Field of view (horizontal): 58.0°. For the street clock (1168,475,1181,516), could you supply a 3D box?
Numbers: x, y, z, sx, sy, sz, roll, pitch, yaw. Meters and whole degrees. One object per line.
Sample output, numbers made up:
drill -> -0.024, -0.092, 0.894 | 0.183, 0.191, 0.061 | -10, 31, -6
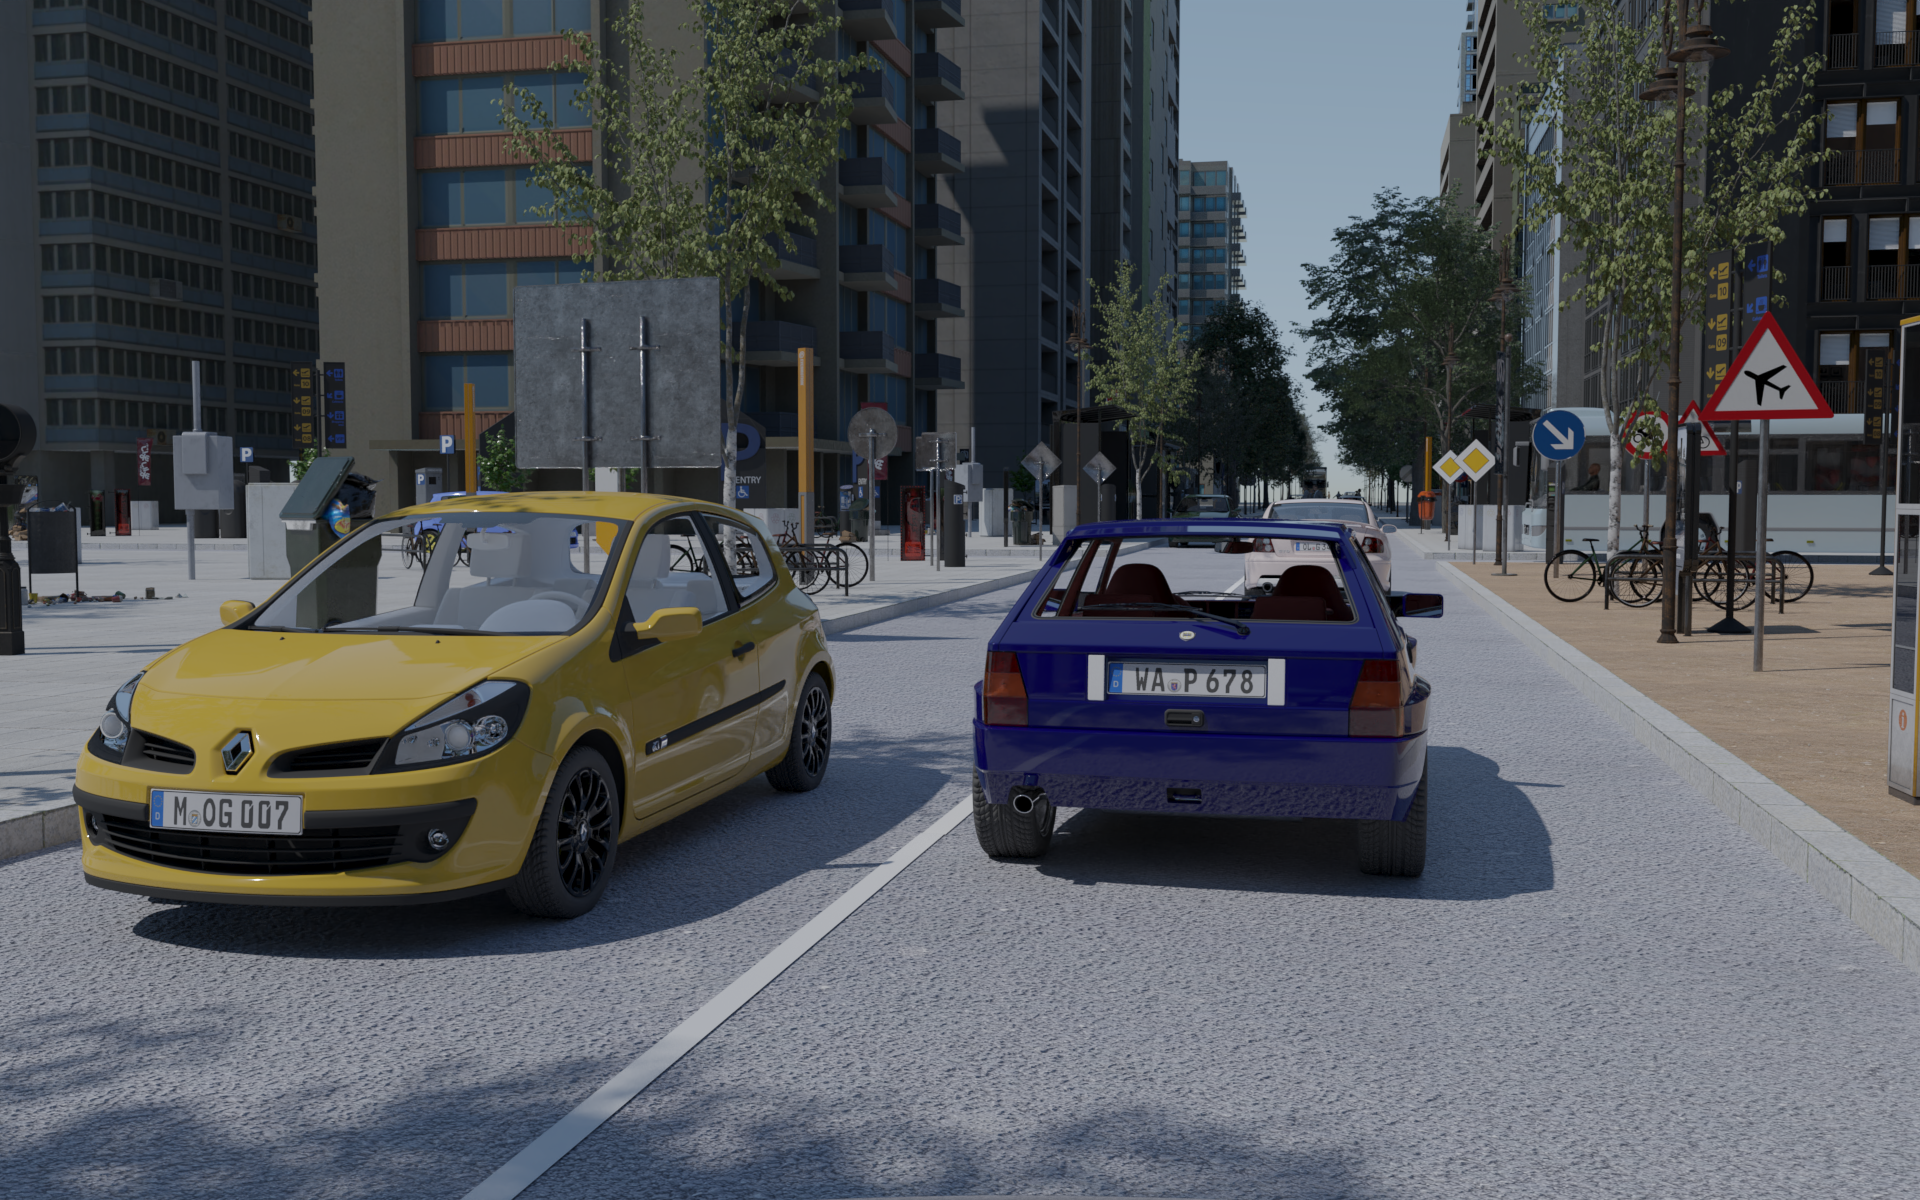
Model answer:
street clock -> 8.130, -3.741, 65.737 | 0.471, 2.002, 0.358 | 0, 4, 8

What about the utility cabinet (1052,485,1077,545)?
utility cabinet -> 2.618, -2.127, 43.452 | 0.318, 1.500, 1.173 | 1, 4, 19

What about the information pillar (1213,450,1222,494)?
information pillar -> 13.688, -6.171, 92.248 | 0.504, 3.616, 0.183 | -2, 4, -24

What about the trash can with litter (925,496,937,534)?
trash can with litter -> -0.768, -2.755, 56.109 | 1.678, 1.210, 2.233 | 2, 4, 31

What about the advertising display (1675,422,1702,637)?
advertising display -> 6.663, -0.658, 15.980 | 0.123, 1.923, 0.974 | 1, 4, 13

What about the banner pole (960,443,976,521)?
banner pole -> 0.377, -5.746, 83.959 | 0.863, 3.779, 0.401 | 0, 4, -2

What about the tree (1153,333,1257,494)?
tree -> 10.548, -7.865, 78.948 | 4.360, 8.622, 3.978 | 0, 3, 0

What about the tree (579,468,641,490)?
tree -> -9.434, -3.228, 47.386 | 1.663, 3.219, 1.824 | 0, 3, 0

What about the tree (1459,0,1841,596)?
tree -> 8.475, -4.354, 21.546 | 4.737, 8.622, 4.395 | 0, 3, 0

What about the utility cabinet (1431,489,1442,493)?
utility cabinet -> 22.180, -4.455, 81.526 | 1.173, 1.500, 0.318 | 3, 5, 40

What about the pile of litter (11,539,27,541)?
pile of litter -> -25.650, -2.078, 47.932 | 1.176, 0.858, 1.719 | 2, 4, 27

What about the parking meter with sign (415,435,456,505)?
parking meter with sign -> -15.526, -3.322, 50.572 | 0.543, 3.016, 1.738 | 2, 4, 27

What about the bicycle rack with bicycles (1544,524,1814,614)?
bicycle rack with bicycles -> 8.224, -0.396, 19.850 | 2.925, 0.926, 2.852 | 2, 4, 24

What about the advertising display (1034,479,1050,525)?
advertising display -> 3.592, -4.096, 72.189 | 0.974, 1.923, 0.123 | 1, 4, 15

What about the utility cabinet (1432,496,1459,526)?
utility cabinet -> 19.691, -3.615, 70.270 | 1.020, 1.237, 0.306 | 1, 4, 18

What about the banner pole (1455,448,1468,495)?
banner pole -> 24.198, -5.736, 83.803 | 0.863, 3.779, 0.401 | 3, 5, 40

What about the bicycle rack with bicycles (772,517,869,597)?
bicycle rack with bicycles -> -2.581, -0.560, 22.537 | 2.925, 0.926, 2.852 | 0, 4, -6

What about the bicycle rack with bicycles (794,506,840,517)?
bicycle rack with bicycles -> -4.409, -2.288, 50.795 | 2.925, 0.926, 2.852 | 0, 4, 1

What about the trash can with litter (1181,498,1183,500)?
trash can with litter -> 10.696, -4.521, 85.306 | 0.624, 1.170, 1.055 | 3, 5, 39

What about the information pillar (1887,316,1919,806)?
information pillar -> 4.090, -0.165, 7.188 | 0.304, 2.012, 0.304 | 1, 4, 8

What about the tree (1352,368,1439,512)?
tree -> 31.664, -12.299, 126.836 | 9.928, 11.665, 9.643 | 0, 3, 0

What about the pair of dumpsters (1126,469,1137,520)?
pair of dumpsters -> 5.219, -3.574, 60.931 | 1.574, 2.255, 4.437 | 1, 4, 13

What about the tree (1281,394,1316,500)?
tree -> 38.181, -17.960, 204.017 | 12.009, 13.543, 11.850 | 0, 3, 0

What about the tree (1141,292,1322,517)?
tree -> 15.532, -11.112, 98.687 | 9.611, 12.733, 9.660 | 0, 3, 0

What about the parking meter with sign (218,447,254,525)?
parking meter with sign -> -26.755, -4.132, 63.823 | 0.543, 3.016, 1.738 | 1, 4, 13

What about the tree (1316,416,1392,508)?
tree -> 39.857, -15.325, 160.937 | 12.009, 13.543, 11.850 | 0, 3, 0

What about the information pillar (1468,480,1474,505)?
information pillar -> 26.819, -5.276, 90.756 | 0.304, 2.012, 0.304 | -1, 4, -10

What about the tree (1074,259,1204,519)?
tree -> 5.613, -6.339, 54.000 | 4.737, 8.622, 4.395 | 0, 3, 0

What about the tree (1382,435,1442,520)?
tree -> 22.850, -6.291, 86.572 | 4.285, 4.588, 4.351 | 0, 3, 0

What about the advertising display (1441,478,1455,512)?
advertising display -> 17.723, -3.528, 62.900 | 0.123, 1.923, 0.974 | 3, 4, 36

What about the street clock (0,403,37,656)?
street clock -> -7.609, -0.563, 13.772 | 0.471, 2.002, 0.358 | 0, 4, 1

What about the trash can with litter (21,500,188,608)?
trash can with litter -> -10.356, -0.586, 20.641 | 2.233, 1.210, 1.678 | -3, 4, -38

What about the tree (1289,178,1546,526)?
tree -> 18.385, -9.971, 69.680 | 9.857, 13.997, 8.962 | 0, 3, 0

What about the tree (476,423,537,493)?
tree -> -12.322, -3.211, 47.102 | 1.663, 3.219, 1.824 | 0, 3, 0

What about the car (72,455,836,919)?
car -> -1.814, 0.185, 7.200 | 2.015, 1.641, 3.980 | 1, 4, 13

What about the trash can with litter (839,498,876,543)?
trash can with litter -> -2.741, -2.114, 45.950 | 0.624, 1.170, 1.055 | 2, 4, 29

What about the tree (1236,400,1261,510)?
tree -> 24.927, -12.787, 143.474 | 8.767, 10.594, 7.601 | 1, 4, 16

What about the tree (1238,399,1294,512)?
tree -> 20.688, -10.394, 120.298 | 4.737, 8.622, 4.395 | 0, 3, 0

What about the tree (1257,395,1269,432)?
tree -> 12.903, -8.264, 85.478 | 4.360, 8.622, 3.978 | 0, 3, 0

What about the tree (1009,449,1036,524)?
tree -> 2.725, -4.878, 74.353 | 1.663, 3.219, 1.824 | 0, 3, 0

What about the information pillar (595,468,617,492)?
information pillar -> -5.151, -2.088, 25.491 | 0.504, 3.616, 0.183 | 2, 4, 29

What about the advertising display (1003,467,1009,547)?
advertising display -> 1.124, -2.269, 42.305 | 0.123, 1.923, 0.974 | 0, 4, 1

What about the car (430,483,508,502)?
car -> -10.737, -1.876, 40.271 | 3.694, 1.707, 1.945 | 1, 4, 11

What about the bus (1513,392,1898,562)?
bus -> 17.267, -2.414, 34.323 | 13.247, 3.499, 2.948 | 1, 4, 13

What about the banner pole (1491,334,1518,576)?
banner pole -> 8.430, -2.257, 26.926 | 0.401, 3.779, 0.863 | 2, 4, 34

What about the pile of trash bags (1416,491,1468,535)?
pile of trash bags -> 15.879, -2.745, 54.628 | 1.912, 1.369, 3.447 | -3, 5, -39

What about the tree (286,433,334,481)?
tree -> -19.945, -3.589, 53.281 | 1.663, 3.219, 1.824 | 0, 3, 0

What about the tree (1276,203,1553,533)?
tree -> 15.606, -7.464, 56.445 | 7.601, 10.594, 8.767 | -1, 4, -12

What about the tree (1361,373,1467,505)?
tree -> 26.272, -9.191, 100.633 | 4.360, 8.622, 3.978 | 0, 3, 0

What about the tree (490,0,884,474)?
tree -> -2.873, -4.259, 20.005 | 4.737, 8.622, 4.395 | 0, 3, 0

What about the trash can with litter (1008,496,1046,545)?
trash can with litter -> 1.667, -1.971, 43.616 | 0.624, 1.170, 1.055 | 3, 5, 39

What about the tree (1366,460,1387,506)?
tree -> 44.536, -14.149, 181.703 | 4.737, 8.622, 4.395 | 0, 3, 0

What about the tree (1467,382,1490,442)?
tree -> 32.502, -9.623, 107.698 | 4.360, 8.622, 3.978 | 0, 3, 0

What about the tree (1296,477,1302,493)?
tree -> 49.359, -18.357, 250.499 | 4.360, 8.622, 3.978 | 0, 3, 0

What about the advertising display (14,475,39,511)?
advertising display -> -32.066, -3.322, 59.530 | 0.123, 1.923, 0.974 | 1, 4, 12
